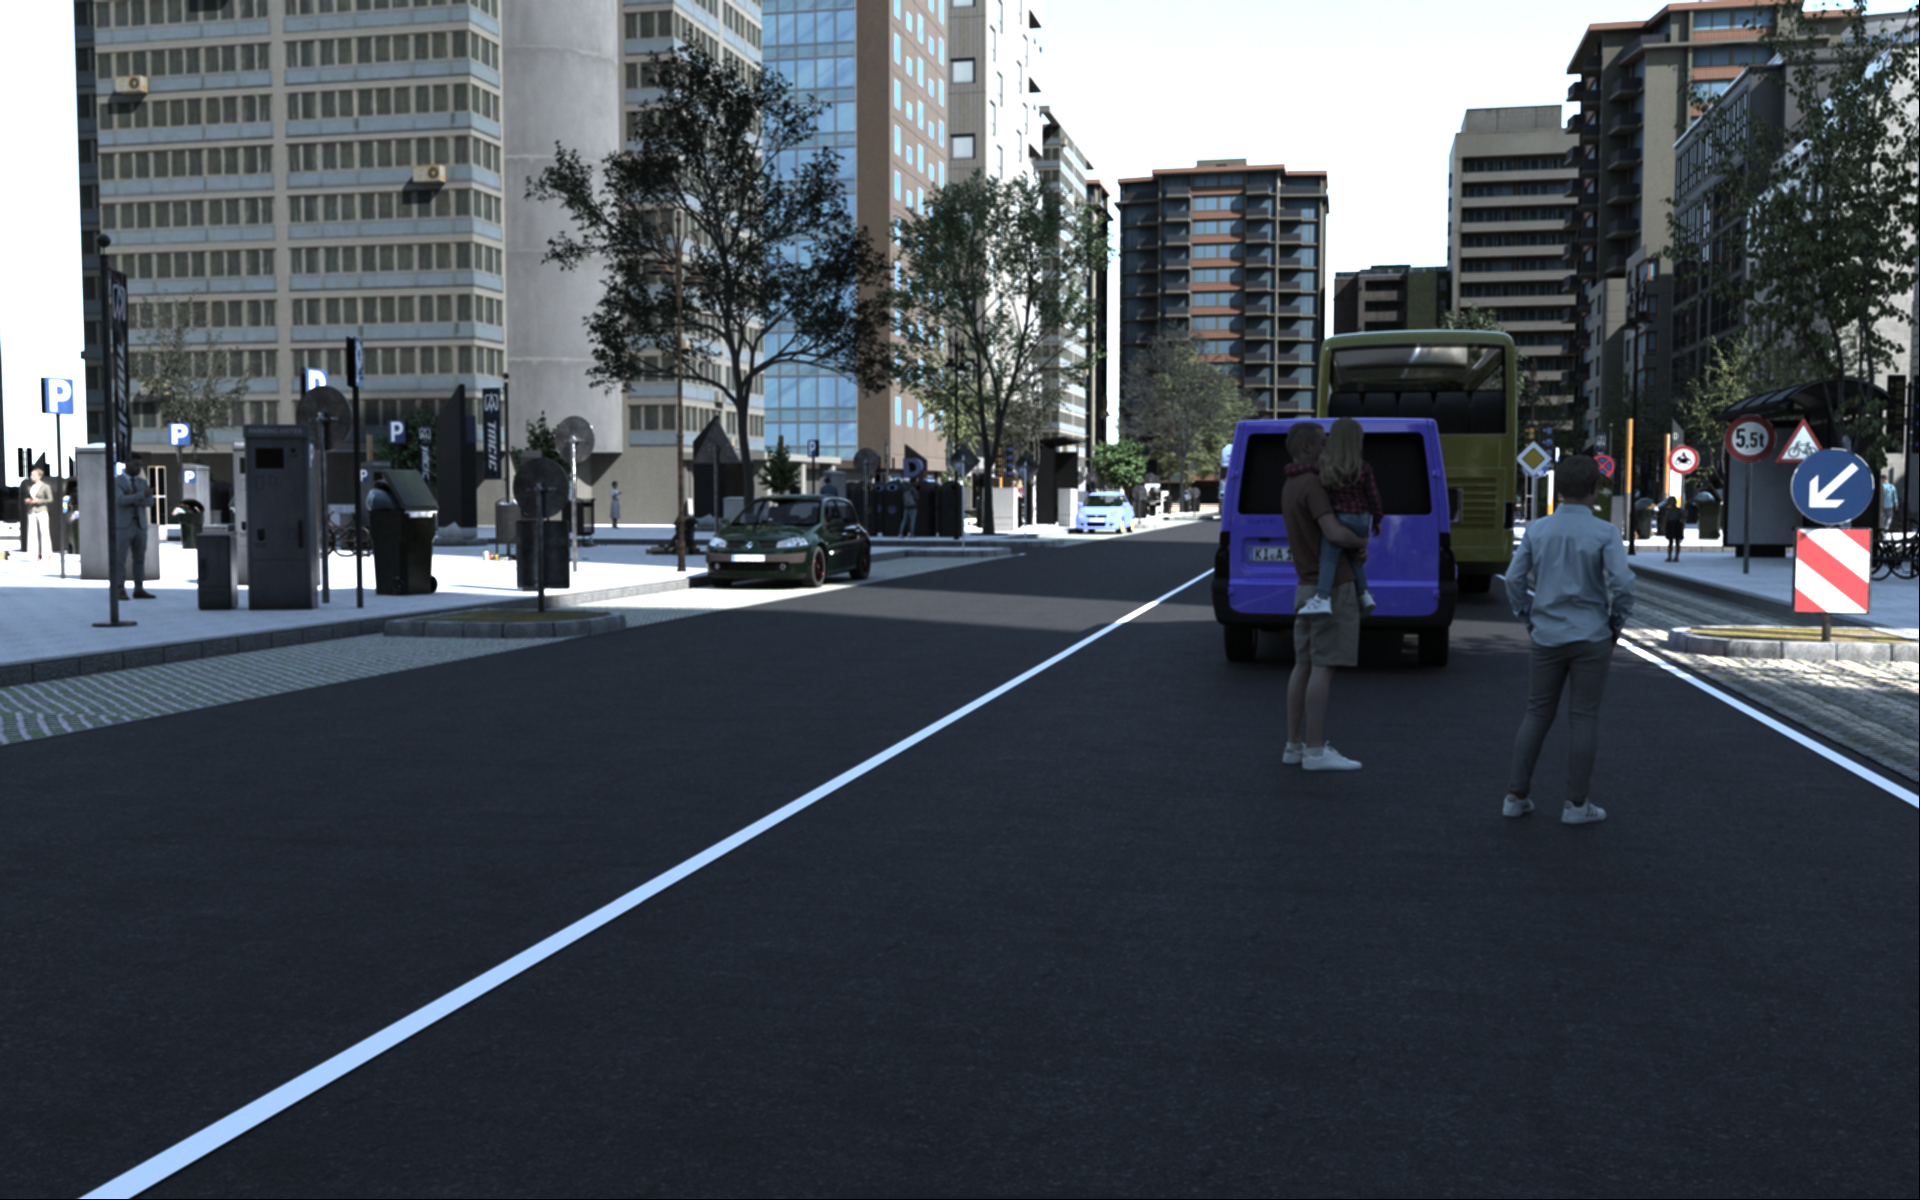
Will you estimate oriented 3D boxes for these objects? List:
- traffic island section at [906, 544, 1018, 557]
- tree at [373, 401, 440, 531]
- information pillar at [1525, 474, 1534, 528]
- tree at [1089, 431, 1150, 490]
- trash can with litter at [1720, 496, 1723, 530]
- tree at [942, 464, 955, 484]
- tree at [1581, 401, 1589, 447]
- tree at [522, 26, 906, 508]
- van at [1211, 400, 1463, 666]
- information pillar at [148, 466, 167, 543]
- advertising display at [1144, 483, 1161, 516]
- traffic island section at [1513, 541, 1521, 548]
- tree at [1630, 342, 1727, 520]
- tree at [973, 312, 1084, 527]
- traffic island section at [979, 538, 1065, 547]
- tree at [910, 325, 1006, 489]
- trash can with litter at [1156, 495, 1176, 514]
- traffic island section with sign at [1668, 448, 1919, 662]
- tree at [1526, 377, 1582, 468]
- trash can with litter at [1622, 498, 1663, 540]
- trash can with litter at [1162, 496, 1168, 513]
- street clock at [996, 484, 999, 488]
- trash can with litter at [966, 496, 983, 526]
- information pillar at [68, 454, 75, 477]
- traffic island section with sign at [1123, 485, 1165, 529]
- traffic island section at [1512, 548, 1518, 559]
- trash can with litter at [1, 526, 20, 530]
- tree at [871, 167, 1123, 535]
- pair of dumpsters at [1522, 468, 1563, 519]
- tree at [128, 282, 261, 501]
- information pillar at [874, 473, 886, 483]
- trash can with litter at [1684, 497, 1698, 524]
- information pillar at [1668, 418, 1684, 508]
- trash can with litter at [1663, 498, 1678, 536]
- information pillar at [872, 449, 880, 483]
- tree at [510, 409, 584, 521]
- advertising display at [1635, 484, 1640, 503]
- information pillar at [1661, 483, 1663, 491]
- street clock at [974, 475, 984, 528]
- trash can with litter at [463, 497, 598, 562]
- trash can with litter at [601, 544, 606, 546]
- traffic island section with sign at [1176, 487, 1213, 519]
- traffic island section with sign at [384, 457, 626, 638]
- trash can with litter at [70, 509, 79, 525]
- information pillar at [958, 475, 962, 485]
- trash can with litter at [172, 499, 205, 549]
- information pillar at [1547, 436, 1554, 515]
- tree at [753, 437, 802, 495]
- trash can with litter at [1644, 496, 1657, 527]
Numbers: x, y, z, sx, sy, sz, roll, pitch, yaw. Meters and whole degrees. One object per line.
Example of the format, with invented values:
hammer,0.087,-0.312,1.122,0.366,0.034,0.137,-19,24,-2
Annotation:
traffic island section,0.041,-1.111,40.443,2.009,0.180,2.903,1,4,13
tree,-18.931,-4.735,61.137,4.285,4.588,4.351,0,3,0
information pillar,17.980,-3.061,54.545,0.304,2.012,0.304,2,4,25
tree,8.316,-6.507,90.096,4.285,4.588,4.351,0,3,0
trash can with litter,27.219,-3.110,61.906,1.678,1.210,2.233,1,4,14
tree,-1.679,-8.414,121.285,4.285,4.588,4.351,0,3,0
tree,38.054,-9.006,97.609,4.737,8.622,4.395,0,3,0
tree,-4.533,-6.161,35.138,7.601,10.594,8.767,1,4,15
van,3.610,-0.728,16.283,2.240,2.365,5.245,1,4,14
information pillar,-21.258,-2.532,45.891,0.304,2.012,0.304,1,4,21
advertising display,11.123,-5.797,99.991,0.974,1.923,0.123,1,4,12
traffic island section,14.217,-1.418,45.464,2.009,0.180,2.903,1,4,13
tree,34.846,-8.149,83.602,4.360,8.622,3.978,0,3,0
tree,2.658,-7.171,67.608,4.360,8.622,3.978,0,3,0
traffic island section,1.782,-1.588,48.236,2.009,0.180,2.903,1,4,13
tree,-0.211,-7.609,74.762,4.737,8.622,4.395,0,3,0
trash can with litter,13.291,-6.212,112.621,1.678,1.210,2.233,3,5,41
traffic island section with sign,7.582,-0.434,15.723,1.989,1.847,2.006,1,4,13
tree,37.455,-9.722,109.321,4.737,8.622,4.395,0,3,0
trash can with litter,18.999,-2.268,48.469,1.055,1.170,0.624,-2,4,-35
trash can with litter,13.638,-6.342,115.078,0.624,1.170,1.055,0,4,-8
street clock,2.745,-7.223,122.666,0.358,2.002,0.471,-1,4,-23
trash can with litter,0.776,-3.537,68.883,1.678,1.210,2.233,-1,4,-16
information pillar,-52.638,-6.807,102.645,0.183,3.616,0.504,0,4,4
traffic island section with sign,7.510,-3.895,72.319,1.989,1.847,2.006,1,4,13
traffic island section,12.476,-0.941,37.670,2.009,0.180,2.903,1,4,13
trash can with litter,-33.550,-3.139,62.373,1.678,1.210,2.233,3,4,39
tree,1.009,-7.849,54.089,9.928,11.665,9.643,0,3,0
pair of dumpsters,22.757,-3.943,66.968,1.574,2.255,4.437,1,4,13
tree,-27.209,-6.762,60.920,4.360,8.622,3.978,0,3,0
information pillar,-2.747,-3.381,59.776,0.304,2.012,0.304,2,4,33
trash can with litter,31.437,-3.890,74.983,1.055,1.170,0.624,3,5,45
information pillar,22.024,-3.789,53.311,0.504,3.616,0.183,-1,4,-22
trash can with litter,21.151,-2.513,52.476,1.055,1.170,0.624,0,4,-4
information pillar,-4.367,-6.052,90.304,0.504,3.616,0.183,2,4,35
tree,-9.390,-2.747,39.509,1.663,3.219,1.824,0,3,0
advertising display,45.046,-6.741,115.426,0.123,1.923,0.974,-1,4,-20
information pillar,46.224,-6.690,113.865,0.304,2.012,0.304,2,4,28
street clock,0.776,-3.718,65.366,0.358,2.002,0.471,3,5,40
trash can with litter,-8.315,-1.365,33.381,2.233,1.210,1.678,0,4,-1
trash can with litter,-9.841,-1.913,42.328,2.233,1.210,1.678,0,4,-5
traffic island section with sign,13.416,-5.513,98.758,1.989,1.847,2.006,1,4,13
traffic island section with sign,-4.608,-0.578,18.074,1.989,1.847,2.006,1,4,13
trash can with litter,-16.190,-1.304,32.702,0.624,1.170,1.055,1,4,12
information pillar,-0.072,-7.119,107.754,0.504,3.616,0.183,-1,4,-11
trash can with litter,-17.988,-1.788,40.622,0.624,1.170,1.055,0,4,-6
information pillar,20.764,-4.253,60.887,0.183,3.616,0.504,2,4,30
tree,-6.190,-3.903,58.417,1.663,3.219,1.824,0,3,0
trash can with litter,26.670,-3.448,67.431,1.678,1.210,2.233,0,4,2
